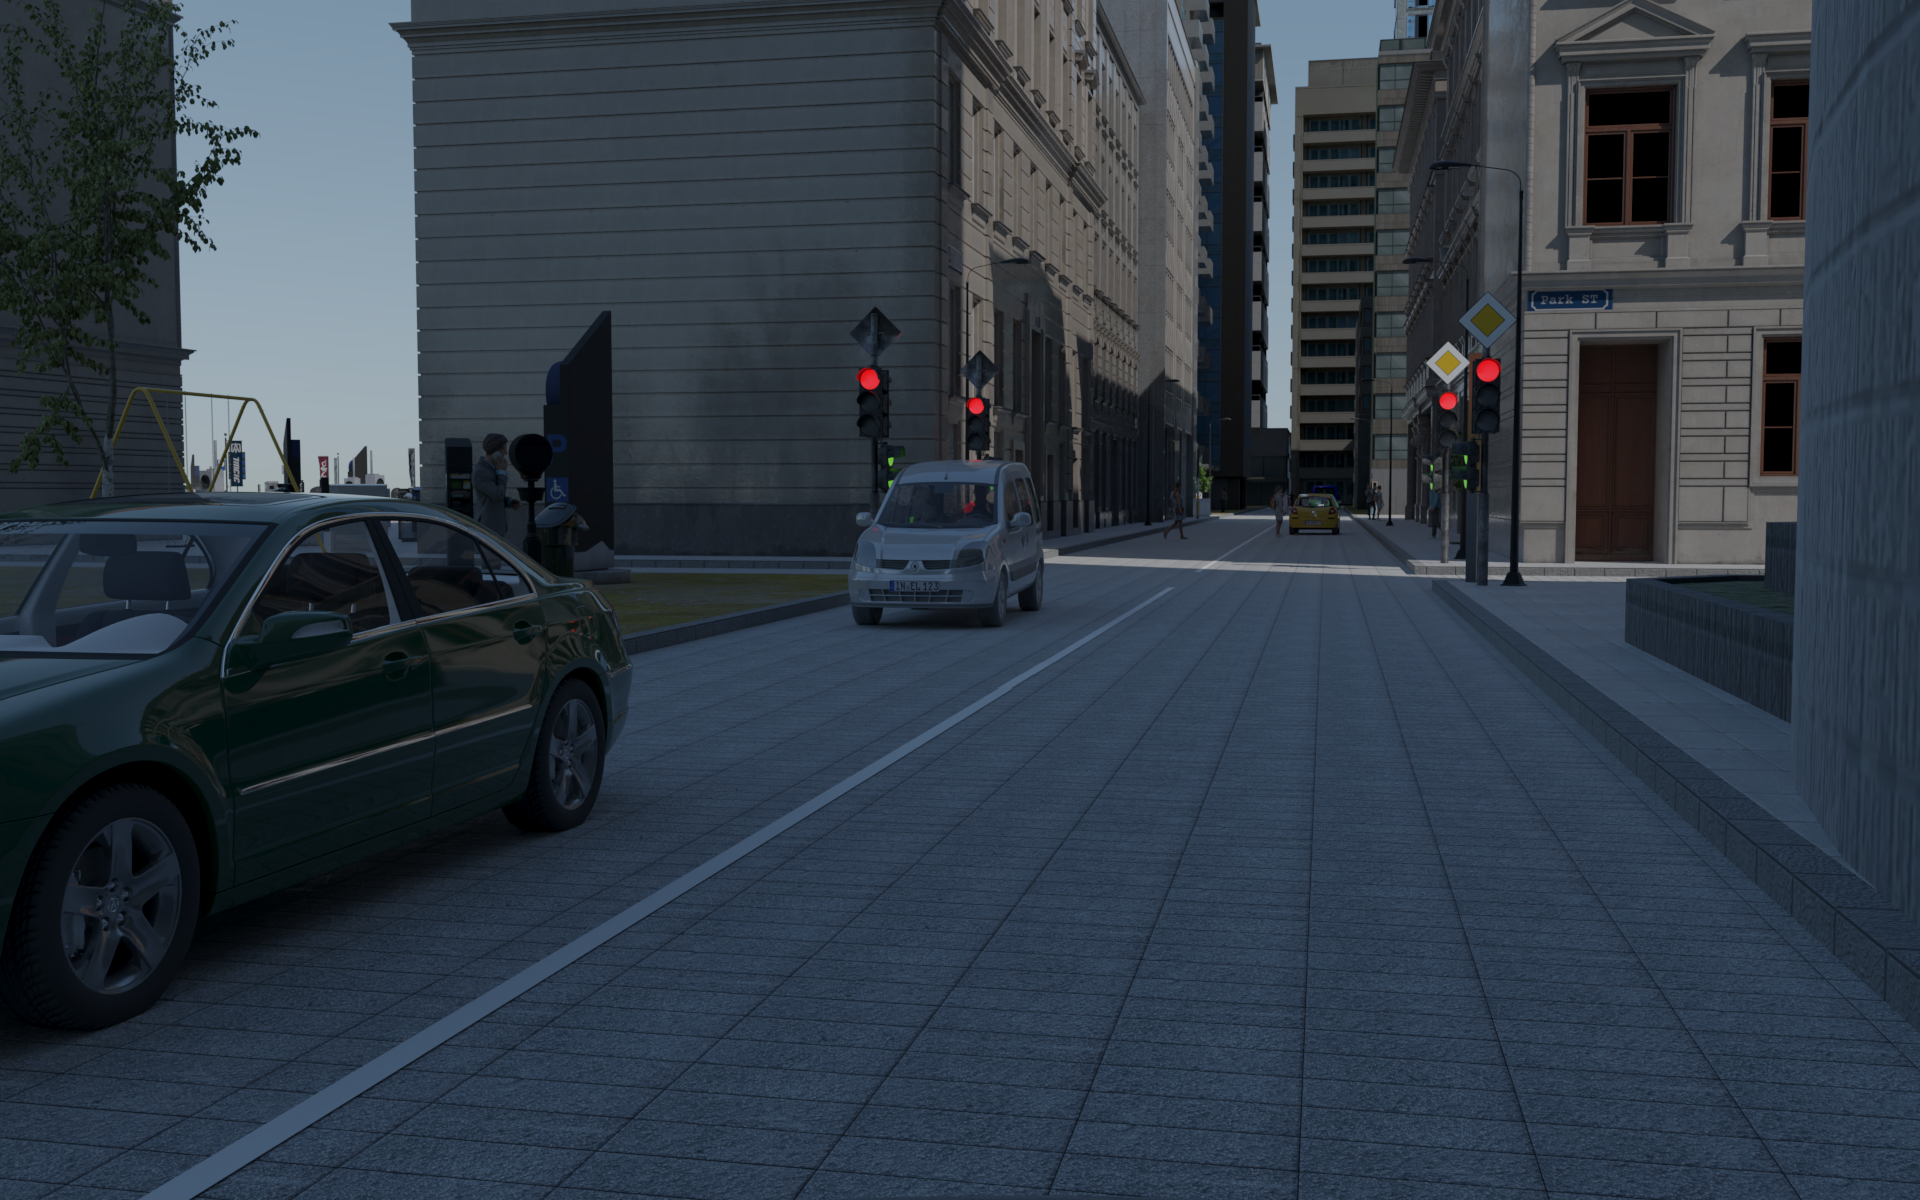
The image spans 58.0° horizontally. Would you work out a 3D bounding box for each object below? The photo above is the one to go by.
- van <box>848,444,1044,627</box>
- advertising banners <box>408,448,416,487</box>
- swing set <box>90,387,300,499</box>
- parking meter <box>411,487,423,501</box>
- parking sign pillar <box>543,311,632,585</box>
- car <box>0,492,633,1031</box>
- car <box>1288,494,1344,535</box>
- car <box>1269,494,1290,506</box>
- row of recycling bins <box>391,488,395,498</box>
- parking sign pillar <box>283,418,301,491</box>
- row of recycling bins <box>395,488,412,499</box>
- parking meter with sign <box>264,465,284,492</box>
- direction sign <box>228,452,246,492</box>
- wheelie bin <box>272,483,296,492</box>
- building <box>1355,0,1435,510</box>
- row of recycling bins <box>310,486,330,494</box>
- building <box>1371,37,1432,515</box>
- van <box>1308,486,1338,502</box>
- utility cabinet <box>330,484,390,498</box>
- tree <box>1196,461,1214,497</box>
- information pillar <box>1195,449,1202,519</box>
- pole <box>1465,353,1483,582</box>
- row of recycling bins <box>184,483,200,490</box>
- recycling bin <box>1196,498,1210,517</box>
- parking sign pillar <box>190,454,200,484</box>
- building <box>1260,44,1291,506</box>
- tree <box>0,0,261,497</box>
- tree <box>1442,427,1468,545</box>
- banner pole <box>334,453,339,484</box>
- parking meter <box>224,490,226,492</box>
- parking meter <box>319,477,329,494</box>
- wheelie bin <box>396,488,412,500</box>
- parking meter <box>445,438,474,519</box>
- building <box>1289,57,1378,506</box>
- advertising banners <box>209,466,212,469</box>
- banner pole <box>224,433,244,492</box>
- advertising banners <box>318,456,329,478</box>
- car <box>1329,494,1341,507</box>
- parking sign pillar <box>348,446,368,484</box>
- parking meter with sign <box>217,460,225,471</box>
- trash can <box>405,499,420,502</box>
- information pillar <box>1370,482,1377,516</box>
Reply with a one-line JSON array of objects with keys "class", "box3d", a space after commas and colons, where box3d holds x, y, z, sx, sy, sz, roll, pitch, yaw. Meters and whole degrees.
[{"class": "van", "box3d": [-0.079, -0.800, 20.098, 2.013, 2.044, 4.112, 1, 4, 11]}, {"class": "advertising banners", "box3d": [-20.276, -4.226, 65.276, 0.090, 3.025, 2.074, -3, 5, -44]}, {"class": "swing set", "box3d": [-11.716, -1.791, 26.899, 2.862, 2.851, 3.119, 1, 4, 10]}, {"class": "parking meter", "box3d": [-28.214, -4.976, 89.772, 0.372, 1.533, 0.369, 0, 3, 0]}, {"class": "parking sign pillar", "box3d": [-5.494, -2.233, 24.975, 1.447, 3.967, 1.447, 1, 4, 16]}, {"class": "car", "box3d": [-2.819, 0.338, 6.277, 2.131, 1.459, 4.920, 1, 4, 13]}, {"class": "car", "box3d": [12.739, -3.173, 62.099, 2.015, 1.641, 3.980, 1, 4, 14]}, {"class": "car", "box3d": [31.935, -10.004, 172.604, 2.155, 1.783, 4.494, 1, 4, 12]}, {"class": "row of recycling bins", "box3d": [-35.802, -5.886, 103.343, 3.534, 1.692, 1.069, 1, 4, 11]}, {"class": "parking sign pillar", "box3d": [-23.882, -4.491, 61.901, 1.447, 3.967, 1.447, -2, 4, -27]}, {"class": "row of recycling bins", "box3d": [-34.003, -6.220, 108.813, 3.534, 1.692, 1.069, 0, 4, 0]}, {"class": "parking meter with sign", "box3d": [-41.095, -6.549, 103.329, 1.738, 3.016, 0.543, -3, 5, -44]}, {"class": "direction sign", "box3d": [-38.720, -6.166, 92.809, 0.876, 3.537, 0.379, -3, 4, -36]}, {"class": "wheelie bin", "box3d": [-19.861, -2.641, 51.086, 0.980, 1.594, 0.693, 2, 4, 26]}, {"class": "building", "box3d": [42.417, -50.114, 132.038, 22.319, 86.520, 31.000, 1, 4, 12]}, {"class": "row of recycling bins", "box3d": [-32.664, -5.167, 91.586, 1.069, 1.692, 3.534, 3, 5, 42]}, {"class": "building", "box3d": [34.016, -20.845, 112.511, 14.160, 30.474, 14.107, 1, 4, 12]}, {"class": "van", "box3d": [27.377, -7.704, 130.347, 2.240, 2.365, 5.245, 1, 4, 10]}, {"class": "utility cabinet", "box3d": [-13.193, -1.795, 38.030, 1.173, 1.500, 0.318, -1, 4, -13]}, {"class": "tree", "box3d": [14.159, -6.548, 101.666, 1.663, 3.219, 1.824, 0, 3, 0]}, {"class": "information pillar", "box3d": [12.377, -6.038, 90.076, 0.183, 3.616, 0.504, 1, 4, 13]}, {"class": "pole", "box3d": [7.467, -1.914, 25.140, 0.158, 3.312, 0.155, 0, 3, 0]}, {"class": "row of recycling bins", "box3d": [-29.631, -3.680, 67.282, 1.069, 1.692, 3.534, -1, 4, -22]}, {"class": "recycling bin", "box3d": [13.830, -5.289, 99.028, 0.722, 1.027, 0.722, -1, 4, -19]}, {"class": "parking sign pillar", "box3d": [-52.174, -7.930, 118.130, 1.447, 3.967, 1.447, -2, 4, -30]}, {"class": "building", "box3d": [25.273, -37.669, 205.128, 27.495, 52.752, 28.713, 1, 4, 12]}, {"class": "tree", "box3d": [-11.340, -4.403, 22.352, 4.737, 8.622, 4.395, 0, 3, 0]}, {"class": "tree", "box3d": [13.035, -3.030, 44.139, 1.663, 3.219, 1.824, 0, 3, 0]}, {"class": "banner pole", "box3d": [-37.809, -7.040, 105.127, 0.401, 3.779, 0.863, -3, 5, -43]}, {"class": "parking meter", "box3d": [-48.520, -6.461, 114.054, 0.372, 1.533, 0.369, 0, 3, 0]}, {"class": "parking meter", "box3d": [-21.843, -3.293, 59.544, 0.255, 1.863, 0.399, -2, 4, -32]}, {"class": "wheelie bin", "box3d": [-31.059, -5.437, 96.808, 0.980, 1.594, 0.693, 0, 4, 1]}, {"class": "parking meter", "box3d": [-5.165, -0.745, 17.888, 0.255, 1.863, 0.399, -1, 4, -19]}, {"class": "building", "box3d": [48.529, -34.988, 195.760, 21.600, 48.544, 21.300, 1, 4, 12]}, {"class": "advertising banners", "box3d": [-46.532, -6.848, 108.152, 0.090, 3.025, 2.074, -3, 4, -39]}, {"class": "banner pole", "box3d": [-29.827, -4.954, 71.023, 0.863, 3.779, 0.401, -1, 4, -12]}, {"class": "advertising banners", "box3d": [-28.384, -5.081, 79.270, 2.074, 3.025, 0.090, 0, 4, 7]}, {"class": "car", "box3d": [20.833, -5.375, 99.676, 2.131, 1.459, 4.920, 1, 4, 13]}, {"class": "parking sign pillar", "box3d": [-33.503, -6.598, 96.354, 1.447, 3.967, 1.447, 1, 4, 15]}, {"class": "parking meter with sign", "box3d": [-38.209, -5.614, 88.044, 1.738, 3.016, 0.543, 1, 4, 21]}, {"class": "trash can", "box3d": [-14.810, -2.139, 46.620, 0.748, 1.137, 0.748, 0, 3, 0]}, {"class": "information pillar", "box3d": [24.688, -6.045, 103.332, 0.304, 2.012, 0.304, 0, 4, -7]}]
